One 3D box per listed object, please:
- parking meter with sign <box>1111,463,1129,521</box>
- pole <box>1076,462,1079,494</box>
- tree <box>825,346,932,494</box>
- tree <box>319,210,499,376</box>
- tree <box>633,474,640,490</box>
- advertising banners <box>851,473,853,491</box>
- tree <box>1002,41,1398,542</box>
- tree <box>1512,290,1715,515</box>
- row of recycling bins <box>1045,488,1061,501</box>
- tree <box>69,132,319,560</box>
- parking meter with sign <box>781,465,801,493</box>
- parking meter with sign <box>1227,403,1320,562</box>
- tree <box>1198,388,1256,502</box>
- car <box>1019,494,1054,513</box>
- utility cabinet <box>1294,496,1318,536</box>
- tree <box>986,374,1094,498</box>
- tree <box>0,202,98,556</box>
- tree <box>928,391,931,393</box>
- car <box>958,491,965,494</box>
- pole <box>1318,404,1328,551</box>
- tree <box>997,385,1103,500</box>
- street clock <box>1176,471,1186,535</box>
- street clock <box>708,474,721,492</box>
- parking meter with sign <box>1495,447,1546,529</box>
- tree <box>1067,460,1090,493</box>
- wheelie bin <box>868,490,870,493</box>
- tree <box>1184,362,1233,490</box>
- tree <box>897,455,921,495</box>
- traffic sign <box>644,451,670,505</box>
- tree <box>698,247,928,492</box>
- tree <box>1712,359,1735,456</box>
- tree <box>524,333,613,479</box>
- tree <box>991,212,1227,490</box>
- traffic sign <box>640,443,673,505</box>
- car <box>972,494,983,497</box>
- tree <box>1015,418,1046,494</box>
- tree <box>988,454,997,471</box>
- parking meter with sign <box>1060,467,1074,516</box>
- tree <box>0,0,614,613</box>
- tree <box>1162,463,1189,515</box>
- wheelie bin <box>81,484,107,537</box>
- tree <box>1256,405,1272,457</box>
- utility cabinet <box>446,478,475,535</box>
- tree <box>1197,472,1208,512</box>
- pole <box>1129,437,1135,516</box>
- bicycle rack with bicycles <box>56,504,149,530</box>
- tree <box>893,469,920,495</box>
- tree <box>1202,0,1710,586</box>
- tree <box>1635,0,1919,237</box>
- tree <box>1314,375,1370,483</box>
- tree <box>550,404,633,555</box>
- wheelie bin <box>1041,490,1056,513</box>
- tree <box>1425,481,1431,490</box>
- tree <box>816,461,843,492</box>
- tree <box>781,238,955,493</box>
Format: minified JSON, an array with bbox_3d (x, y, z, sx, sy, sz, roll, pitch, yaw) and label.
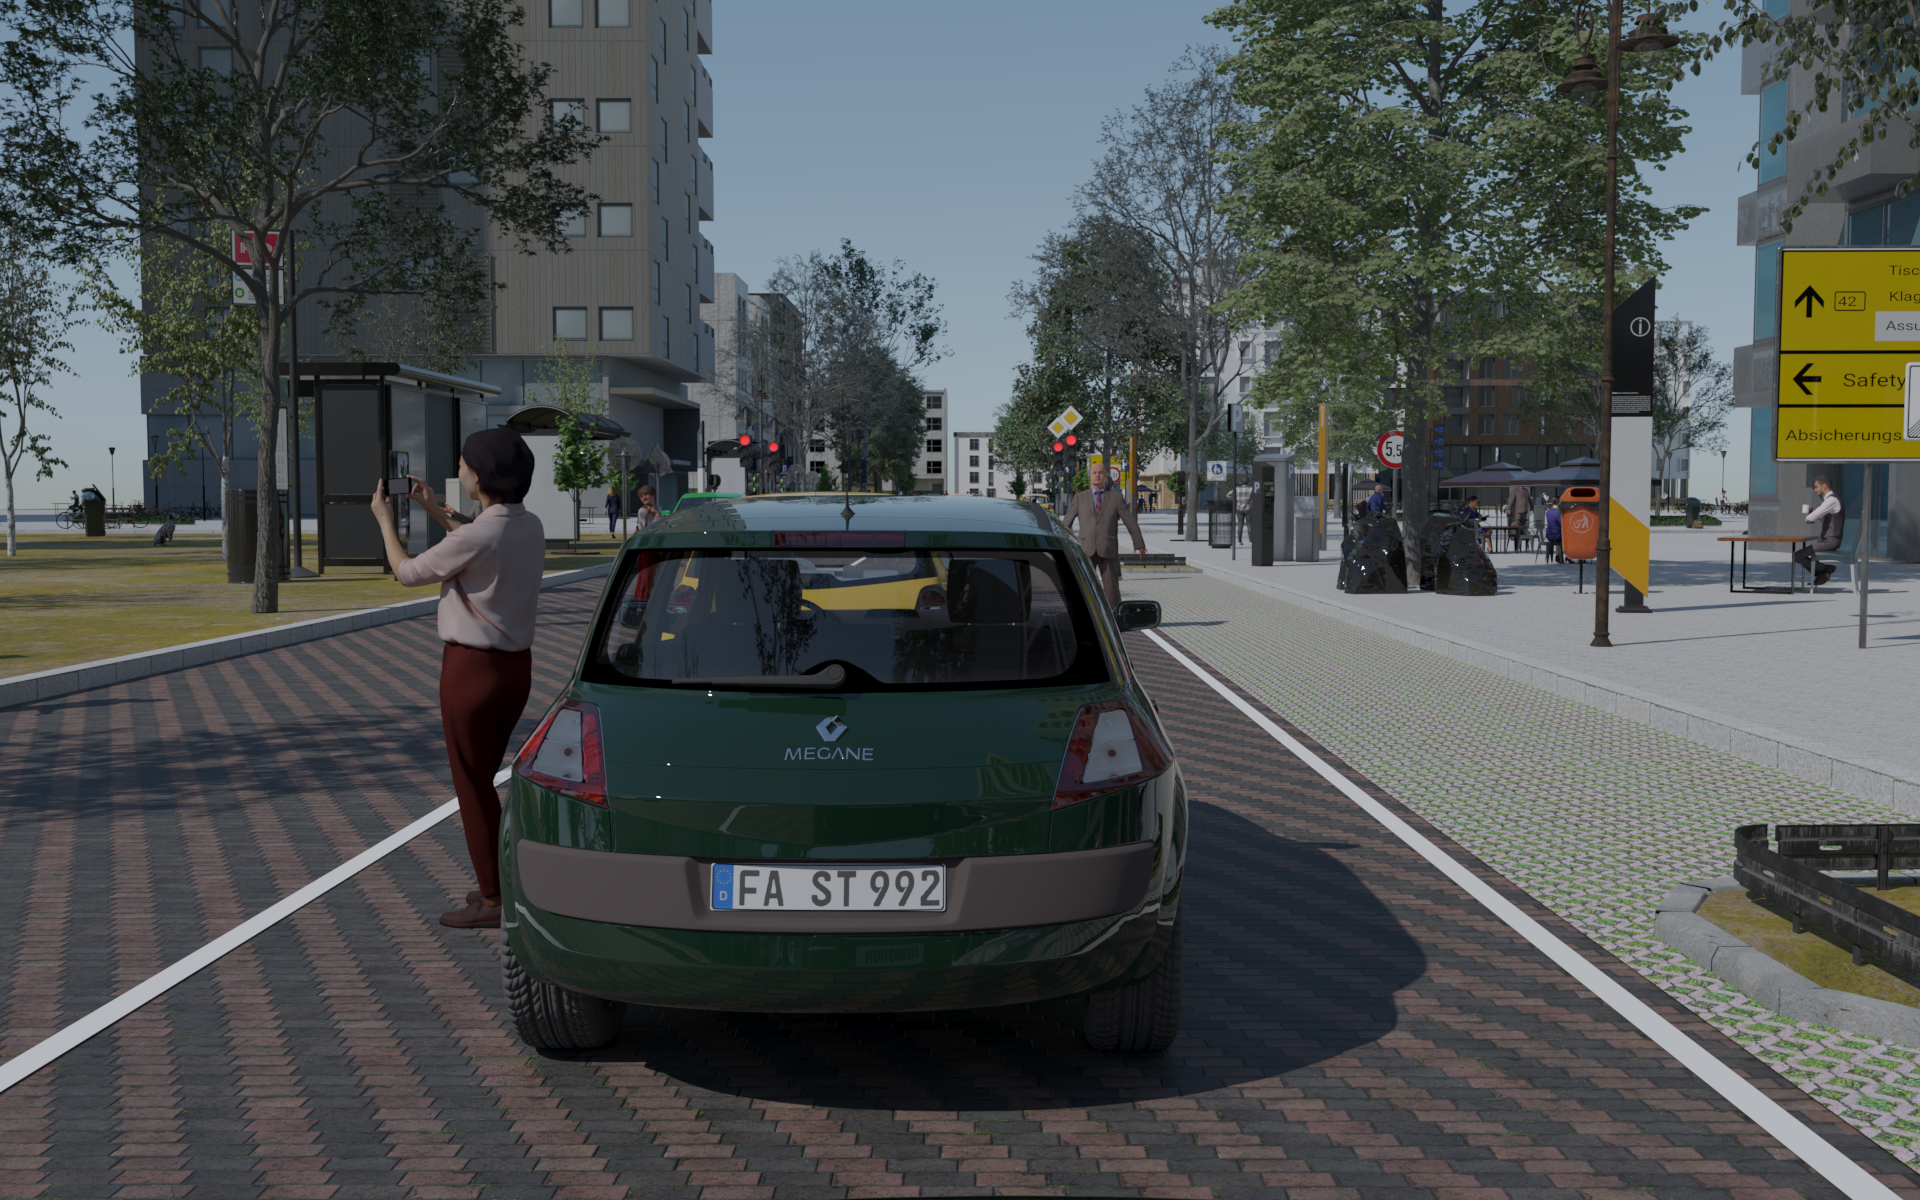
[{"bbox_3d":[7.363,-5.353,83.789,1.738,3.016,0.543,-2,4,-33],"label":"parking meter with sign"},{"bbox_3d":[7.321,-6.992,108.168,0.158,3.312,0.155,0,3,0],"label":"pole"},{"bbox_3d":[-6.688,-14.595,145.281,9.857,13.997,8.962,0,3,0],"label":"tree"},{"bbox_3d":[-13.867,-5.759,44.522,4.360,8.622,3.978,0,3,0],"label":"tree"},{"bbox_3d":[-17.484,-5.752,88.640,1.663,3.219,1.824,0,3,0],"label":"tree"},{"bbox_3d":[-9.214,-8.619,137.108,2.074,3.025,0.090,3,5,42],"label":"advertising banners"},{"bbox_3d":[6.420,-8.328,46.531,12.009,13.543,11.850,0,3,0],"label":"tree"},{"bbox_3d":[28.422,-8.764,77.702,7.601,10.594,8.767,1,4,9],"label":"tree"},{"bbox_3d":[6.880,-7.097,123.142,1.069,1.692,3.534,1,4,19],"label":"row of recycling bins"},{"bbox_3d":[-14.463,-5.078,33.393,4.737,8.622,4.395,0,3,0],"label":"tree"},{"bbox_3d":[-9.677,-6.477,102.166,1.738,3.016,0.543,2,4,26],"label":"parking meter with sign"},{"bbox_3d":[5.994,-2.247,32.999,1.738,3.016,0.543,2,4,33],"label":"parking meter with sign"},{"bbox_3d":[17.504,-10.267,118.231,4.737,8.622,4.395,0,3,0],"label":"tree"},{"bbox_3d":[3.451,-4.352,81.381,2.015,1.641,3.980,0,4,-1],"label":"car"},{"bbox_3d":[10.685,-2.561,53.029,1.020,1.237,0.306,3,4,37],"label":"utility cabinet"},{"bbox_3d":[7.312,-13.003,138.352,9.928,11.665,9.643,0,3,0],"label":"tree"},{"bbox_3d":[-19.723,-5.207,35.501,4.360,8.622,3.978,0,3,0],"label":"tree"},{"bbox_3d":[-6.907,-12.189,109.662,12.009,13.543,11.850,0,3,0],"label":"tree"},{"bbox_3d":[0.132,-9.861,170.822,1.945,1.707,3.694,0,4,-1],"label":"car"},{"bbox_3d":[8.208,-2.772,39.166,0.158,3.312,0.155,0,3,0],"label":"pole"},{"bbox_3d":[7.230,-11.819,127.650,7.601,10.594,8.767,1,4,8],"label":"tree"},{"bbox_3d":[6.947,-3.052,54.468,0.358,2.002,0.471,0,4,5],"label":"street clock"},{"bbox_3d":[-8.958,-3.590,63.273,0.471,2.002,0.358,3,5,43],"label":"street clock"},{"bbox_3d":[20.738,-4.148,64.078,1.738,3.016,0.543,0,4,7],"label":"parking meter with sign"},{"bbox_3d":[7.074,-6.421,99.592,1.663,3.219,1.824,0,3,0],"label":"tree"},{"bbox_3d":[-7.276,-7.697,133.756,0.980,1.594,0.693,-1,4,-8],"label":"wheelie bin"},{"bbox_3d":[11.970,-8.497,89.289,4.360,8.622,3.978,0,3,0],"label":"tree"},{"bbox_3d":[-6.800,-15.082,196.947,4.360,8.622,3.978,0,3,0],"label":"tree"},{"bbox_3d":[-8.812,-3.076,50.394,0.768,2.556,0.104,0,4,7],"label":"traffic sign"},{"bbox_3d":[-7.859,-10.780,86.629,12.009,13.543,11.850,0,3,0],"label":"tree"},{"bbox_3d":[36.265,-9.493,89.624,8.767,10.594,7.601,0,4,7],"label":"tree"},{"bbox_3d":[-17.616,-7.854,78.777,4.737,8.622,4.395,0,3,0],"label":"tree"},{"bbox_3d":[6.064,-9.377,70.330,9.611,12.733,9.660,0,3,0],"label":"tree"},{"bbox_3d":[-7.711,-2.688,43.958,0.884,2.594,0.081,1,4,10],"label":"traffic sign"},{"bbox_3d":[1.342,-8.644,153.125,2.131,1.459,4.920,0,4,1],"label":"car"},{"bbox_3d":[6.572,-12.560,155.718,4.737,8.622,4.395,0,3,0],"label":"tree"},{"bbox_3d":[6.733,-15.900,194.374,7.601,10.594,8.767,-2,4,-23],"label":"tree"},{"bbox_3d":[6.236,-6.517,102.818,0.543,3.016,1.738,1,4,20],"label":"parking meter with sign"},{"bbox_3d":[-7.241,-5.150,18.619,7.601,10.594,8.767,-3,4,-38],"label":"tree"},{"bbox_3d":[13.636,-6.978,108.694,1.663,3.219,1.824,0,3,0],"label":"tree"},{"bbox_3d":[-26.114,-2.711,52.234,0.693,1.594,0.980,-2,4,-26],"label":"wheelie bin"},{"bbox_3d":[22.402,-11.274,134.696,4.737,8.622,4.395,0,3,0],"label":"tree"},{"bbox_3d":[-7.124,-0.992,24.902,0.318,1.500,1.173,-2,4,-25],"label":"utility cabinet"},{"bbox_3d":[17.505,-8.117,127.319,1.663,3.219,1.824,0,3,0],"label":"tree"},{"bbox_3d":[6.171,-4.169,62.009,0.158,3.312,0.155,0,3,0],"label":"pole"},{"bbox_3d":[-31.723,-3.078,63.711,2.925,0.926,2.852,-1,4,-9],"label":"bicycle rack with bicycles"},{"bbox_3d":[-6.391,-13.587,205.858,4.285,4.588,4.351,0,3,0],"label":"tree"},{"bbox_3d":[6.742,-6.490,24.231,7.486,12.596,7.792,0,3,0],"label":"tree"},{"bbox_3d":[6.057,-3.646,9.982,4.360,8.622,3.978,0,3,0],"label":"tree"},{"bbox_3d":[22.626,-9.234,101.332,4.360,8.622,3.978,0,3,0],"label":"tree"},{"bbox_3d":[-8.249,-2.580,36.784,1.663,3.219,1.824,0,3,0],"label":"tree"},{"bbox_3d":[6.558,-7.659,133.125,0.980,1.594,0.693,-2,4,-30],"label":"wheelie bin"},{"bbox_3d":[35.730,-8.557,134.508,1.663,3.219,1.824,0,3,0],"label":"tree"},{"bbox_3d":[-7.771,-6.427,99.686,1.663,3.219,1.824,0,3,0],"label":"tree"},{"bbox_3d":[-6.637,-16.563,126.700,12.611,20.169,13.585,0,3,0],"label":"tree"}]
